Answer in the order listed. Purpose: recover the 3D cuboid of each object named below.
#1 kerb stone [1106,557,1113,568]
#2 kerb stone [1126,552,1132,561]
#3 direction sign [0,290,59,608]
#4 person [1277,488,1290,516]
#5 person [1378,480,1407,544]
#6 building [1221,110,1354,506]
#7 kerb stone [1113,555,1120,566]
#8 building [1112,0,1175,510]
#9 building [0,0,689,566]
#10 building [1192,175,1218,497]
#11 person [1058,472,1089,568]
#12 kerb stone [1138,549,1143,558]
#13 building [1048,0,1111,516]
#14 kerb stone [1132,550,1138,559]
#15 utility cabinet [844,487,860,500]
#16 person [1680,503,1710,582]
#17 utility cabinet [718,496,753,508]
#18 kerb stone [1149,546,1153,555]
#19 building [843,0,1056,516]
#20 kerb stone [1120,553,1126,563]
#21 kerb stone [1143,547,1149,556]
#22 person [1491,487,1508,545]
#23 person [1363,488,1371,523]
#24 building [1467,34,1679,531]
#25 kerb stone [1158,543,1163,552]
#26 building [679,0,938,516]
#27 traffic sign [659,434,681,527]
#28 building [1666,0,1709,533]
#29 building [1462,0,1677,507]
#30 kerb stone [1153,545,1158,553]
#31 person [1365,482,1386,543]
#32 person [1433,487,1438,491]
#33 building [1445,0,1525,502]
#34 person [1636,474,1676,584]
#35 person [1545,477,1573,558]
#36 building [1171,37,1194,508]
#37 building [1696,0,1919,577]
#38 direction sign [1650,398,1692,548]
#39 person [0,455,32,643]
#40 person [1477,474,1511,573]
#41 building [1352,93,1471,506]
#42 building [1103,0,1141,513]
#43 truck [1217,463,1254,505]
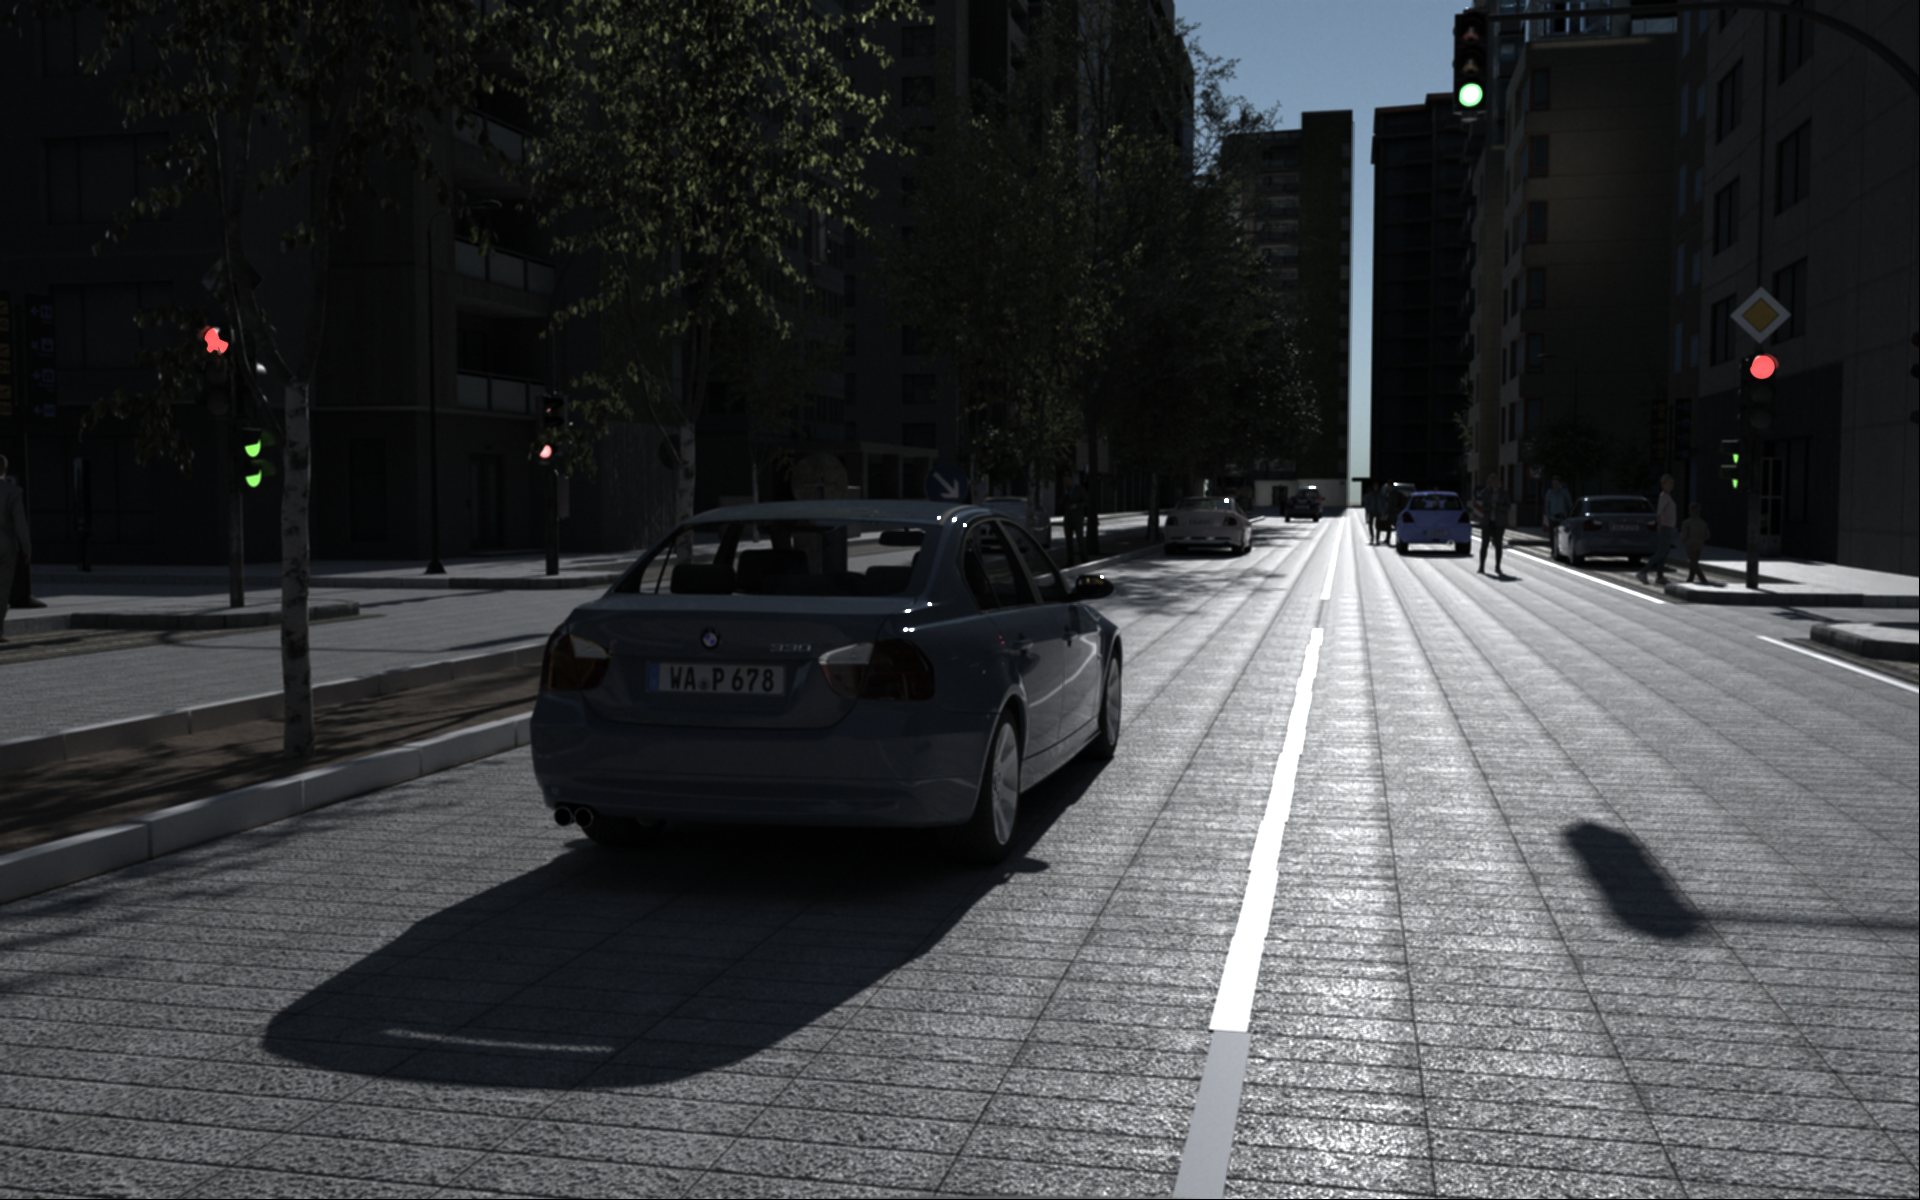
[{"bbox_3d":[2.823,-0.710,33.843,0.120,0.150,1.000,1,4,13],"label":"kerb stone"},{"bbox_3d":[3.487,-0.896,36.851,0.120,0.150,1.000,1,4,13],"label":"kerb stone"},{"bbox_3d":[-10.541,-1.681,19.486,0.379,3.537,0.876,2,4,26],"label":"direction sign"},{"bbox_3d":[21.348,-6.477,114.413,0.705,1.823,1.348,-2,4,-30],"label":"person"},{"bbox_3d":[12.372,-2.502,49.378,0.822,1.834,0.622,2,4,31],"label":"person"},{"bbox_3d":[35.519,-30.914,189.042,14.086,41.232,14.154,1,4,13],"label":"building"},{"bbox_3d":[3.045,-0.773,34.841,0.120,0.150,1.000,1,4,13],"label":"kerb stone"},{"bbox_3d":[6.566,-32.105,148.619,21.300,48.544,21.600,1,4,13],"label":"building"},{"bbox_3d":[-14.939,-21.556,36.034,14.154,41.232,14.086,1,4,13],"label":"building"},{"bbox_3d":[18.858,-31.187,201.786,23.993,40.220,32.217,1,4,13],"label":"building"},{"bbox_3d":[2.178,-1.525,33.233,0.655,1.846,0.447,2,4,33],"label":"person"},{"bbox_3d":[3.935,-1.019,38.857,0.120,0.150,1.000,1,4,13],"label":"kerb stone"},{"bbox_3d":[1.677,-28.083,109.275,14.600,45.320,14.200,1,4,13],"label":"building"},{"bbox_3d":[3.718,-0.958,37.858,0.120,0.150,1.000,1,4,13],"label":"kerb stone"},{"bbox_3d":[-3.219,-2.541,50.218,0.318,1.500,1.173,1,4,17],"label":"utility cabinet"},{"bbox_3d":[10.936,-0.798,25.818,0.475,1.303,0.640,-2,4,-24],"label":"person"},{"bbox_3d":[-6.485,-2.386,50.168,1.020,1.237,0.306,-1,4,-22],"label":"utility cabinet"},{"bbox_3d":[4.386,-1.136,40.852,0.120,0.150,1.000,1,4,13],"label":"kerb stone"},{"bbox_3d":[-2.751,-19.840,96.081,14.160,30.474,14.107,1,4,13],"label":"building"},{"bbox_3d":[3.271,-0.835,35.846,0.120,0.150,1.000,1,4,13],"label":"kerb stone"},{"bbox_3d":[4.169,-1.080,39.852,0.120,0.150,1.000,1,4,13],"label":"kerb stone"},{"bbox_3d":[14.909,-2.403,48.139,0.444,1.785,0.601,-3,4,-37],"label":"person"},{"bbox_3d":[20.356,-4.711,86.369,0.563,1.720,0.643,2,4,34],"label":"person"},{"bbox_3d":[38.228,-14.224,77.601,27.650,21.520,28.899,1,4,13],"label":"building"},{"bbox_3d":[4.838,-1.263,42.852,0.120,0.150,1.000,1,4,13],"label":"kerb stone"},{"bbox_3d":[-17.760,-22.781,64.350,32.217,40.220,23.993,1,4,13],"label":"building"},{"bbox_3d":[-6.079,-2.251,36.917,0.768,2.556,0.104,1,4,16],"label":"traffic sign"},{"bbox_3d":[28.619,-24.326,47.837,14.600,45.320,14.200,1,4,13],"label":"building"},{"bbox_3d":[48.080,-49.373,119.912,22.319,86.520,31.000,1,4,13],"label":"building"},{"bbox_3d":[4.612,-1.199,41.848,0.120,0.150,1.000,1,4,13],"label":"kerb stone"},{"bbox_3d":[12.241,-2.578,50.988,0.601,1.785,0.444,1,4,17],"label":"person"},{"bbox_3d":[23.417,-4.693,85.459,0.478,1.798,0.641,-3,4,-39],"label":"person"},{"bbox_3d":[55.544,-32.520,151.314,23.786,49.044,30.456,1,4,13],"label":"building"},{"bbox_3d":[11.056,-1.119,27.463,0.598,1.740,0.731,1,4,12],"label":"person"},{"bbox_3d":[13.388,-1.842,38.639,0.660,1.820,0.620,2,4,32],"label":"person"},{"bbox_3d":[14.922,-31.715,168.645,14.200,45.320,14.600,1,4,13],"label":"building"},{"bbox_3d":[26.617,-36.208,30.257,20.611,71.187,20.563,1,4,13],"label":"building"},{"bbox_3d":[16.860,-3.006,41.149,0.876,3.537,0.379,2,4,28],"label":"direction sign"},{"bbox_3d":[-9.232,-0.485,16.548,0.709,1.813,0.853,-1,4,-14],"label":"person"},{"bbox_3d":[9.719,-1.393,31.460,0.537,1.800,0.526,2,4,35],"label":"person"},{"bbox_3d":[57.607,-32.621,187.973,28.867,44.769,22.147,1,4,13],"label":"building"},{"bbox_3d":[2.742,-42.106,126.686,20.563,71.187,20.611,1,4,13],"label":"building"},{"bbox_3d":[23.455,-9.713,147.715,2.839,4.237,11.283,1,4,14],"label":"truck"}]
